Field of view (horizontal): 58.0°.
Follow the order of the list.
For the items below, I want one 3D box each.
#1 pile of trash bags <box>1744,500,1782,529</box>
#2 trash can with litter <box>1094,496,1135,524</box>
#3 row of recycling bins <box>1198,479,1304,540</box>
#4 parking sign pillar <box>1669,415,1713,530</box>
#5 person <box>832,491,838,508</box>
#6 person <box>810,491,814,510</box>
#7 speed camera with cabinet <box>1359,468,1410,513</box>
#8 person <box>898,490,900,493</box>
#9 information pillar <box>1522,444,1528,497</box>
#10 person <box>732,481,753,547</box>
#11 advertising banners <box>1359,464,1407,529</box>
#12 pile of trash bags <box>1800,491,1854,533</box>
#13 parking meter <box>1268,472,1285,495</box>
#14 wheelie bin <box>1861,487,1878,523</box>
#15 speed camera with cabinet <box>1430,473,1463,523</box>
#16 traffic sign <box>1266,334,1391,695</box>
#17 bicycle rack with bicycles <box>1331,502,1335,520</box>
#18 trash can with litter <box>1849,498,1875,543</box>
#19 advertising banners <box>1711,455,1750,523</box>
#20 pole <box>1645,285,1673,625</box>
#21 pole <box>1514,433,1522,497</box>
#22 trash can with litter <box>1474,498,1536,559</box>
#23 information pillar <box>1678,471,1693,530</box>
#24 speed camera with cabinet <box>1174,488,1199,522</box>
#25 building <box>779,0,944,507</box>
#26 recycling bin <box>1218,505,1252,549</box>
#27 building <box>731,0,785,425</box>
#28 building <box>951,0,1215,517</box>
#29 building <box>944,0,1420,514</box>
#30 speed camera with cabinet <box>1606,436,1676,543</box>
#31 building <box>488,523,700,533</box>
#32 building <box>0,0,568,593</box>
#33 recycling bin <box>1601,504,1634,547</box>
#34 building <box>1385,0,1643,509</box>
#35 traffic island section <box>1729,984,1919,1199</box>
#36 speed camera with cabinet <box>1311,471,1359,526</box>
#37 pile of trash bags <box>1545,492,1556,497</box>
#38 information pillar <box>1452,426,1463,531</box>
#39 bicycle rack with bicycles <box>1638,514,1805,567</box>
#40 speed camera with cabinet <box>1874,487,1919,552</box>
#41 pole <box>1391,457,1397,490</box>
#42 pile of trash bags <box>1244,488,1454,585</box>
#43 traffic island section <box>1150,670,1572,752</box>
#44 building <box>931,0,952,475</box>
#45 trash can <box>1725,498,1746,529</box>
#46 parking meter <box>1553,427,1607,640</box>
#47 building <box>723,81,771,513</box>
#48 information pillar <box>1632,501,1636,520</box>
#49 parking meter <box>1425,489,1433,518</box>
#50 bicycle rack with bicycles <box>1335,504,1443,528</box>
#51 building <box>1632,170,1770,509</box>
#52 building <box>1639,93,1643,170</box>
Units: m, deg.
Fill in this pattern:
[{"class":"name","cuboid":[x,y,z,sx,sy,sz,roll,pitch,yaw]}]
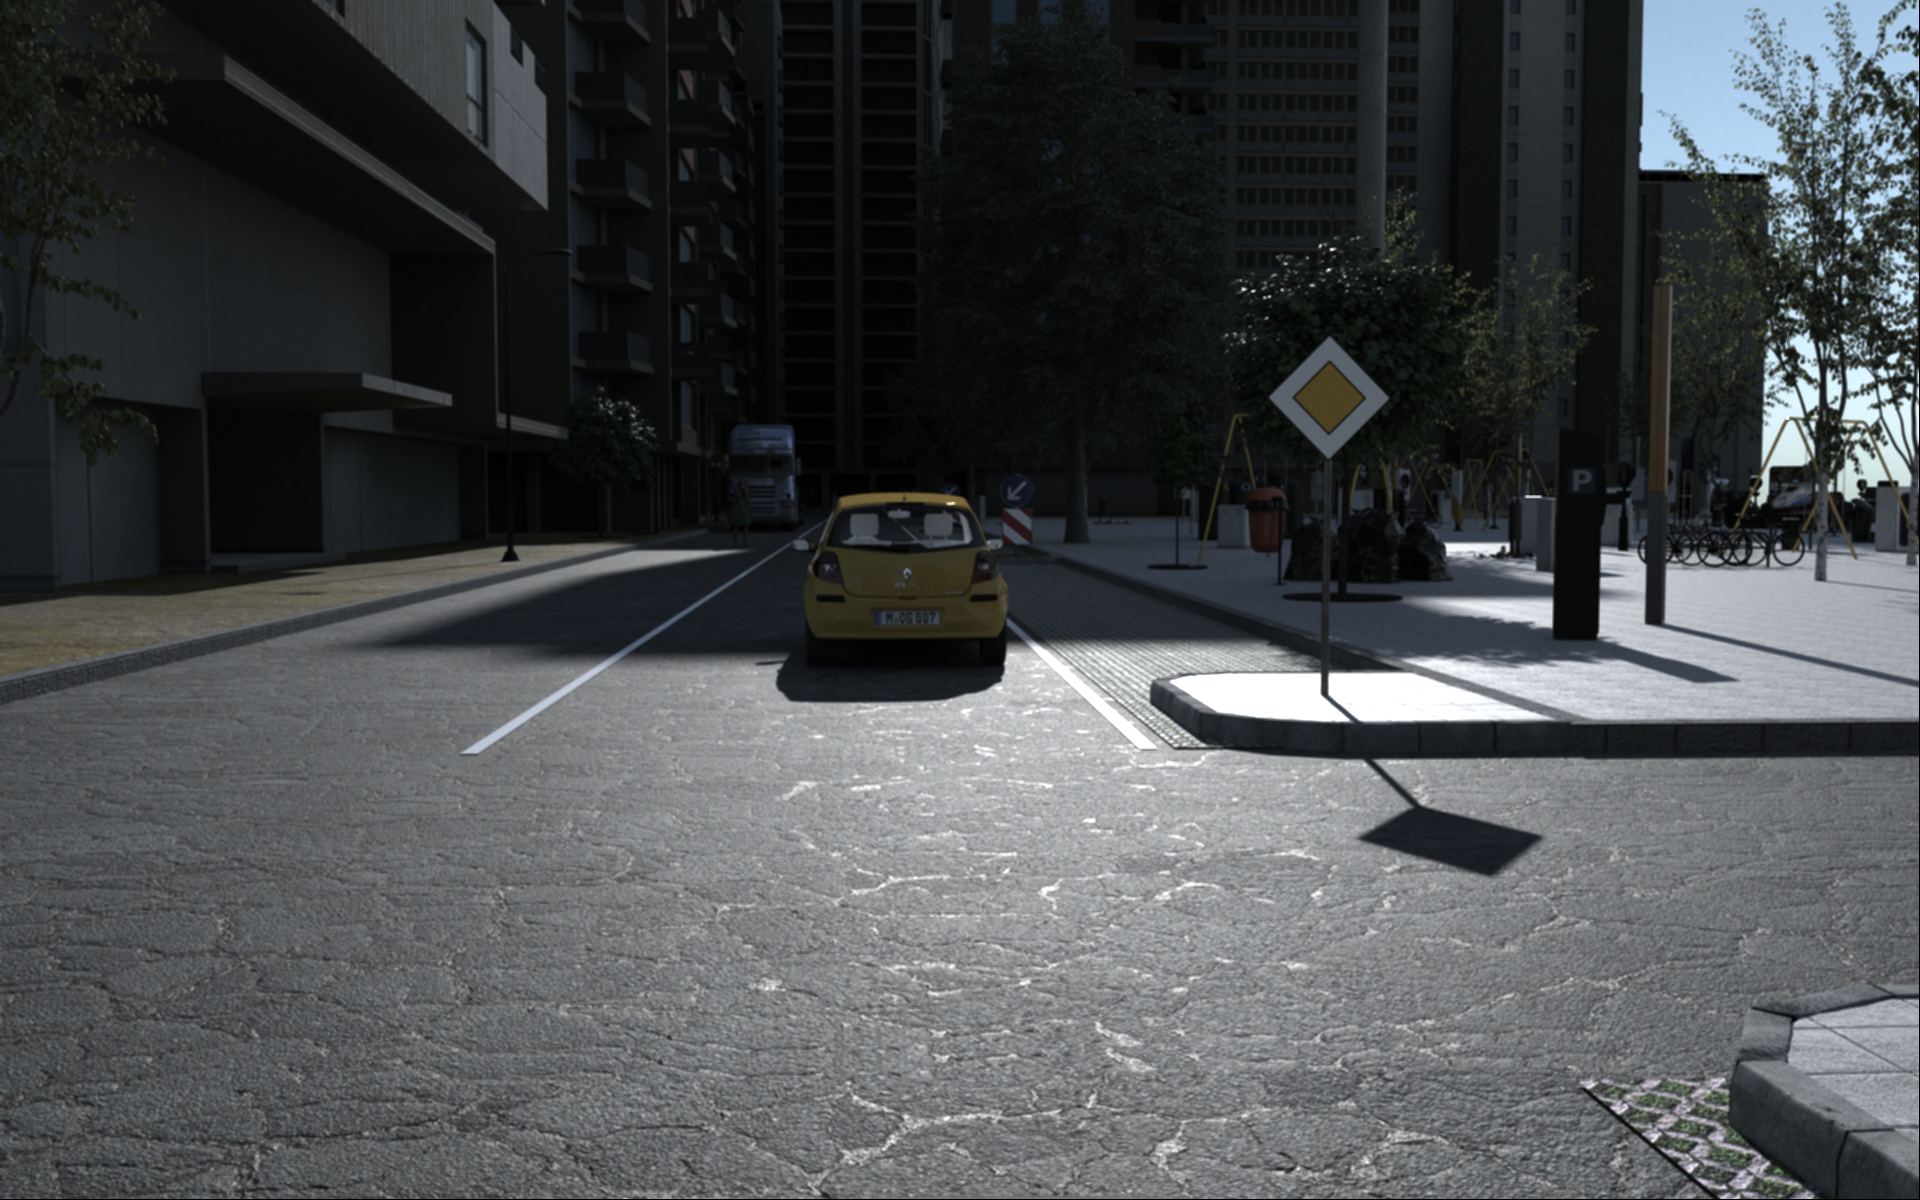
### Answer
[{"class":"pile of trash bags","cuboid":[31.078,-3.344,64.432,3.447,1.369,1.912,0,4,5]},{"class":"trash can with litter","cuboid":[6.609,-3.858,74.134,2.233,1.210,1.678,-2,4,-25]},{"class":"row of recycling bins","cuboid":[8.216,-2.563,49.013,3.534,1.692,1.069,-2,4,-31]},{"class":"parking sign pillar","cuboid":[24.848,-4.305,58.865,1.447,3.967,1.447,2,4,33]},{"class":"person","cuboid":[-11.734,-9.354,162.107,0.621,1.740,0.551,2,4,25]},{"class":"person","cuboid":[-13.527,-9.045,157.116,0.721,1.736,1.217,-1,4,-10]},{"class":"speed camera with cabinet","cuboid":[15.068,-4.082,61.077,2.038,3.252,0.660,-3,5,-41]},{"class":"person","cuboid":[-4.592,-7.513,132.061,1.217,1.743,0.721,-1,4,-20]},{"class":"information pillar","cuboid":[26.134,-5.429,80.123,0.183,3.616,0.504,0,4,-1]},{"class":"person","cuboid":[-5.930,-2.336,46.948,0.600,1.795,0.529,-3,5,-43]},{"class":"advertising banners","cuboid":[12.201,-3.305,50.227,0.090,3.025,2.074,-2,4,-29]},{"class":"pile of trash bags","cuboid":[28.714,-2.932,57.693,1.912,1.369,3.447,2,4,30]},{"class":"parking meter","cuboid":[8.301,-2.433,45.491,0.399,1.863,0.255,2,4,34]},{"class":"wheelie bin","cuboid":[40.850,-4.259,77.537,0.980,1.594,0.693,3,5,39]},{"class":"speed camera with cabinet","cuboid":[21.363,-4.997,76.044,0.660,3.252,2.038,-1,4,-10]},{"class":"traffic sign","cuboid":[2.325,-0.450,10.996,0.795,2.450,0.064,0,4,-3]},{"class":"bicycle rack with bicycles","cuboid":[19.299,-4.416,85.578,2.852,0.926,2.925,1,4,18]},{"class":"trash can with litter","cuboid":[24.103,-2.107,45.843,0.624,1.170,1.055,-2,4,-25]},{"class":"advertising banners","cuboid":[34.153,-4.935,76.876,0.090,3.025,2.074,-2,4,-29]},{"class":"pole","cuboid":[6.871,-1.418,17.027,0.158,3.312,0.155,0,3,0]},{"class":"pole","cuboid":[18.639,-3.917,57.892,0.158,3.312,0.155,0,3,0]},{"class":"trash can with litter","cuboid":[10.983,-1.459,34.912,1.678,1.210,2.233,2,4,32]},{"class":"information pillar","cuboid":[23.505,-3.159,56.148,0.304,2.012,0.304,-1,4,-8]},{"class":"speed camera with cabinet","cuboid":[10.830,-5.261,80.357,2.038,3.252,0.660,-3,4,-39]},{"class":"building","cuboid":[-8.597,-45.293,178.799,20.611,71.187,20.563,0,4,-3]},{"class":"recycling bin","cuboid":[6.557,-1.741,41.018,0.722,1.027,0.722,2,4,29]},{"class":"building","cuboid":[-26.289,-32.164,149.581,21.600,48.544,21.300,0,4,-3]},{"class":"building","cuboid":[6.755,-27.728,103.464,14.600,45.320,14.200,0,4,-3]},{"class":"building","cuboid":[15.101,-26.382,123.219,32.217,40.220,23.993,0,4,-3]},{"class":"speed camera with cabinet","cuboid":[17.642,-3.120,45.354,2.038,3.252,0.660,1,4,21]},{"class":"building","cuboid":[-20.696,-25.354,69.157,22.147,44.769,28.867,0,4,-3]},{"class":"building","cuboid":[-23.529,-27.117,32.595,28.713,52.752,27.495,0,4,-3]},{"class":"recycling bin","cuboid":[16.179,-1.841,42.662,0.722,1.027,0.722,2,4,24]},{"class":"building","cuboid":[42.497,-37.375,153.080,28.212,58.520,21.231,0,4,-3]},{"class":"traffic island section","cuboid":[2.780,1.173,3.101,2.009,0.180,2.903,0,4,-3]},{"class":"speed camera with cabinet","cuboid":[15.168,-4.601,69.554,2.038,3.252,0.660,1,4,17]},{"class":"pile of trash bags","cuboid":[28.688,-4.284,79.798,3.447,1.369,1.912,2,4,25]},{"class":"information pillar","cuboid":[17.222,-4.196,59.959,0.183,3.616,0.504,-1,4,-16]},{"class":"bicycle rack with bicycles","cuboid":[13.638,-1.092,31.231,2.925,0.926,2.852,1,4,14]},{"class":"speed camera with cabinet","cuboid":[21.477,-2.710,38.650,2.038,3.252,0.660,-1,4,-18]},{"class":"pole","cuboid":[13.091,-3.572,52.238,0.158,3.312,0.155,0,3,0]},{"class":"pile of trash bags","cuboid":[5.532,-0.960,25.442,3.447,1.369,1.912,-2,4,-35]},{"class":"traffic island section","cuboid":[2.348,0.685,11.074,2.009,0.180,2.903,0,4,-3]},{"class":"building","cuboid":[11.435,-34.203,148.449,28.713,52.752,27.495,0,4,-3]},{"class":"trash can","cuboid":[28.588,-3.194,63.871,0.748,1.137,0.748,0,3,0]},{"class":"parking meter","cuboid":[5.464,-0.585,15.270,0.399,1.863,0.255,1,4,10]},{"class":"building","cuboid":[-20.734,-21.387,121.384,14.160,30.474,14.107,0,4,-3]},{"class":"information pillar","cuboid":[32.998,-4.926,85.027,0.304,2.012,0.304,0,4,3]},{"class":"parking meter","cuboid":[23.359,-4.760,86.230,0.372,1.533,0.369,0,3,0]},{"class":"bicycle rack with bicycles","cuboid":[16.250,-3.158,65.019,2.852,0.926,2.925,-2,4,-29]},{"class":"building","cuboid":[63.447,-23.651,158.389,14.107,30.474,14.160,0,4,-3]},{"class":"building","cuboid":[60.554,-30.345,179.741,14.086,41.232,14.154,0,4,-3]}]
